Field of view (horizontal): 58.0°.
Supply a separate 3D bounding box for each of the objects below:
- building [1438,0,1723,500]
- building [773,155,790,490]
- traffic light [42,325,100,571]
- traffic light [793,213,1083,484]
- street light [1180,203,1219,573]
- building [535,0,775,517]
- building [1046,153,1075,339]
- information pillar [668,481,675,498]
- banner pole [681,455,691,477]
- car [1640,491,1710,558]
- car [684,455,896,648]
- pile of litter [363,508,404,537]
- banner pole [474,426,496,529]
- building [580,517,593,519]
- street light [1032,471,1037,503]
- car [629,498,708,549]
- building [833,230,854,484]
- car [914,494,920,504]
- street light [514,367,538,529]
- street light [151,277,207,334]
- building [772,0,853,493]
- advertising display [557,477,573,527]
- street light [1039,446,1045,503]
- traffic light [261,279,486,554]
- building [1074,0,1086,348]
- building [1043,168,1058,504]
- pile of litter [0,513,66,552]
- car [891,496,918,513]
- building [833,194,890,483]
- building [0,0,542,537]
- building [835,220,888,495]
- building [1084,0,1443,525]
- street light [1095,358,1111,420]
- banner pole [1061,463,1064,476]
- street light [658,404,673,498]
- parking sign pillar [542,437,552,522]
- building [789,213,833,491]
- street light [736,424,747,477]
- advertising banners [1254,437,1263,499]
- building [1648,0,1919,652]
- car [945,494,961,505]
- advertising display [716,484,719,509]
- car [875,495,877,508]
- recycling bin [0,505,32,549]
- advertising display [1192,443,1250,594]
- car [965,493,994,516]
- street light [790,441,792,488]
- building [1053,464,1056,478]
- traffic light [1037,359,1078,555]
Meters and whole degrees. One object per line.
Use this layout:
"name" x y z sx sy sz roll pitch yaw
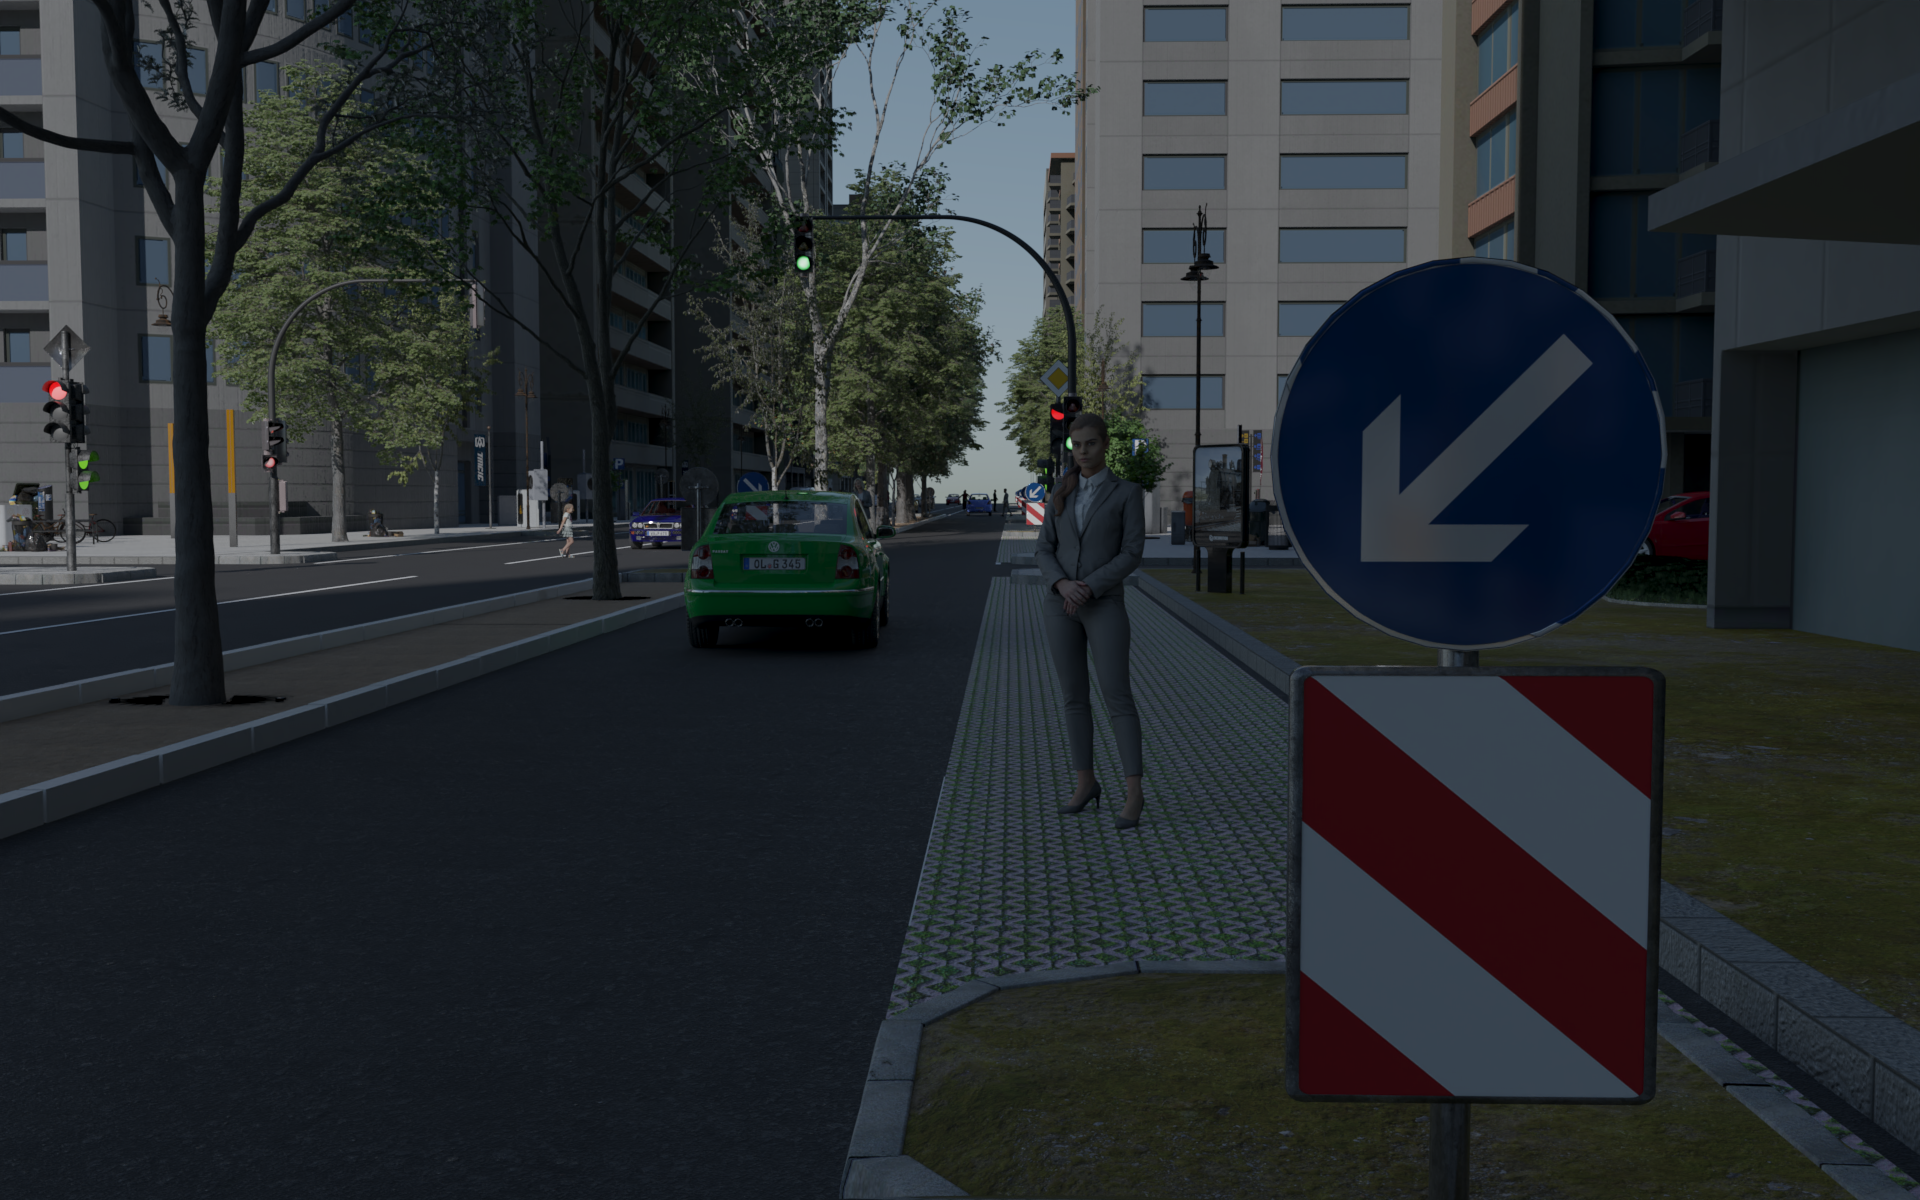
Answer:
"building" 27.199 -24.049 47.821 28.867 44.769 22.147 0 4 2
"building" -22.152 -22.598 141.173 14.160 30.474 14.107 0 4 2
"traffic light" -14.804 -2.438 28.784 0.839 4.253 0.868 0 4 2
"traffic light" -0.293 -3.276 28.224 4.771 5.953 1.251 0 4 2
"street light" 3.836 -3.369 27.878 0.468 5.910 1.993 0 4 2
"building" -25.283 -30.519 122.687 21.300 48.544 21.600 0 4 2
"building" 22.086 -34.487 218.494 22.147 44.769 28.867 0 4 2
"information pillar" -16.100 -5.643 96.756 0.304 2.012 0.304 0 4 5
"banner pole" -17.620 -7.459 111.970 0.863 3.779 0.401 1 4 10
"car" 13.748 -1.442 32.611 4.494 1.783 2.155 0 4 3
"car" -1.648 -0.535 17.541 1.959 1.807 4.718 0 3 0
"pile of litter" -17.331 -2.331 52.072 1.176 0.858 1.719 -2 4 -23
"banner pole" -17.510 -4.510 63.755 0.401 3.779 0.863 3 5 44
"building" -28.794 -28.961 97.211 21.300 48.544 21.600 0 4 2
"street light" 9.661 -15.059 218.995 0.468 5.910 1.993 0 4 2
"car" -7.645 -2.056 46.193 1.945 1.354 3.894 0 4 2
"building" -28.365 -32.858 229.112 32.217 40.220 23.993 0 4 2
"car" -6.001 -13.347 228.006 2.009 1.686 4.222 0 4 0
"street light" -15.730 -5.514 62.941 0.468 5.910 1.993 0 4 2
"street light" -16.652 -3.932 37.071 0.468 5.910 1.993 0 4 2
"building" -23.528 -46.942 205.752 20.563 71.187 20.611 0 4 2
"advertising display" -15.439 -3.827 67.777 0.123 1.923 0.974 1 4 18
"street light" 7.865 -11.548 161.594 0.468 5.910 1.993 0 4 2
"traffic light" -12.471 -3.796 36.738 4.771 5.953 1.251 0 4 2
"building" 15.552 -29.138 126.509 14.600 45.320 14.200 0 4 2
"building" 22.559 -37.955 244.262 21.300 48.544 21.600 0 4 2
"pile of litter" -20.883 -1.521 38.830 1.719 0.858 1.176 2 4 25
"car" -4.103 -7.349 130.376 2.015 1.641 3.980 0 4 3
"building" -18.059 -37.432 262.121 14.600 45.320 14.200 0 4 2
"building" -30.099 -31.932 64.086 21.231 58.520 28.212 0 4 2
"building" -17.797 -34.527 248.115 14.154 41.232 14.086 0 4 2
"building" 16.649 -33.153 84.048 21.231 58.520 28.212 0 4 2
"street light" 4.850 -5.267 58.899 0.468 5.910 1.993 0 4 2
"banner pole" 5.342 -6.165 90.822 0.401 3.779 0.863 -1 4 -10
"street light" -15.085 -7.100 88.865 0.468 5.910 1.993 0 4 2
"parking sign pillar" -19.343 -5.654 80.912 1.447 3.967 1.447 -1 4 -16
"building" -20.782 -24.769 176.679 14.160 30.474 14.107 0 4 2
"street light" -14.321 -8.612 113.593 0.468 5.910 1.993 0 4 2
"advertising banners" 9.412 -3.573 54.607 0.090 3.025 2.074 0 4 4
"building" 17.881 -25.276 2.498 28.713 52.752 27.495 0 4 2
"car" -0.840 -13.250 225.672 2.155 1.783 4.494 0 4 4
"advertising display" -15.502 -6.455 110.760 0.123 1.923 0.974 0 4 -6
"car" -7.789 -9.014 159.746 2.083 1.381 4.827 0 4 4
"recycling bin" -22.254 -1.713 40.557 0.722 1.027 0.722 2 4 31
"advertising display" 3.377 -1.055 22.461 0.123 1.923 0.974 -2 4 -33
"car" 1.271 -6.419 114.539 1.945 1.707 3.694 0 4 1
"street light" -13.558 -10.170 139.062 0.468 5.910 1.993 0 4 2
"building" 20.752 -52.363 168.804 22.319 86.520 31.000 0 4 2
"traffic light" 2.040 -2.897 36.285 0.839 4.253 0.868 0 4 2
